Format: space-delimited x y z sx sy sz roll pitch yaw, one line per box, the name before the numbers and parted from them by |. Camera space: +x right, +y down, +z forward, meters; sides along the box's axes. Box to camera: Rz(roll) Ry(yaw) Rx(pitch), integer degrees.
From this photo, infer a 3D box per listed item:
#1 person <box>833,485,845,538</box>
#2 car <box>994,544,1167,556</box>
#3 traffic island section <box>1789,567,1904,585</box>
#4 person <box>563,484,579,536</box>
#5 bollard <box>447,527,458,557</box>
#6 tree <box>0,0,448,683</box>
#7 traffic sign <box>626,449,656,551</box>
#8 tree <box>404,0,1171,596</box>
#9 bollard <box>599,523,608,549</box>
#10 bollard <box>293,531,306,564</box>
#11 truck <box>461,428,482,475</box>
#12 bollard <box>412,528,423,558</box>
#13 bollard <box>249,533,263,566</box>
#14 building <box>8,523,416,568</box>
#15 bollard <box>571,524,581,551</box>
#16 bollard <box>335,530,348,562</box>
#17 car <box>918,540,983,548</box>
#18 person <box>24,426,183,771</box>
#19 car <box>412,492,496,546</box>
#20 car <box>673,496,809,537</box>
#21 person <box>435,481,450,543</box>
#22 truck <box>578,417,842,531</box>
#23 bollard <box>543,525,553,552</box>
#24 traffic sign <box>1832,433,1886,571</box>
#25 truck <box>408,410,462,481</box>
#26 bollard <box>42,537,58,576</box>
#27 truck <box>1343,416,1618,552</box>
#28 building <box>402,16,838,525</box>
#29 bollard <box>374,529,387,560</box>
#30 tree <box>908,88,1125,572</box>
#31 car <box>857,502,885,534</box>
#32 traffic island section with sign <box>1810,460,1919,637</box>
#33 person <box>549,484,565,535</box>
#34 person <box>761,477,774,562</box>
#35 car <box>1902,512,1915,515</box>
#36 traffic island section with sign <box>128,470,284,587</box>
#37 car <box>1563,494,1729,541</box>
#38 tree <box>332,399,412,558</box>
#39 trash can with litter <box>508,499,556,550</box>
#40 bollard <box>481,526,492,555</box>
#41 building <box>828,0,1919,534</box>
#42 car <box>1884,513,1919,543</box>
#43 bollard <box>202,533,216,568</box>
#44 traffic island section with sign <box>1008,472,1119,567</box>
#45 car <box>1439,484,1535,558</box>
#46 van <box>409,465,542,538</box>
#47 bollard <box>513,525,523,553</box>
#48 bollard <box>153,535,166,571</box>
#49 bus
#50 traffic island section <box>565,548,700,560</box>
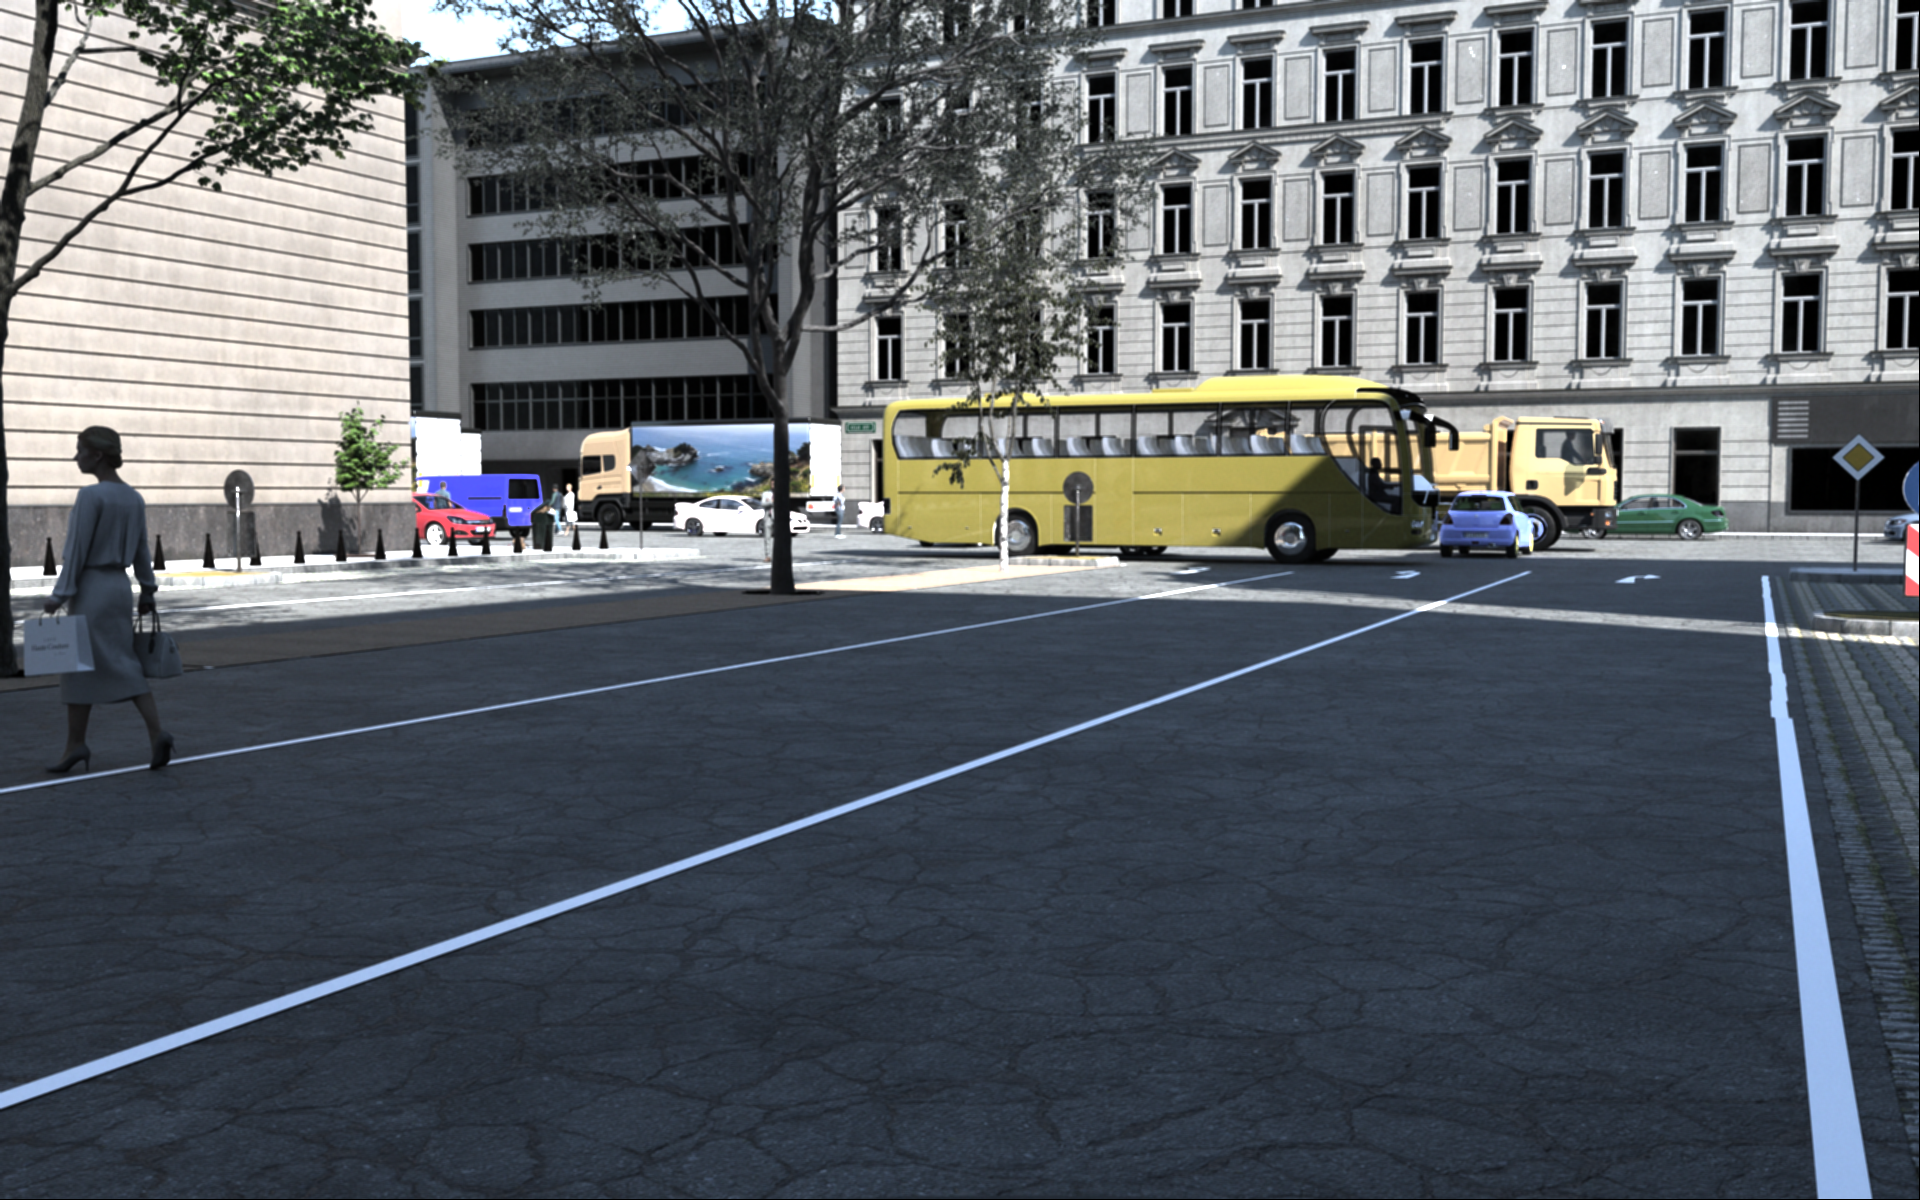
person | -3.954 -2.900 56.641 0.376 1.734 0.841 0 4 6
car | 3.071 -1.795 41.144 4.920 1.459 2.131 2 4 24
traffic island section | 14.904 -0.399 28.803 2.009 0.180 2.903 2 4 25
person | -13.246 -3.064 58.945 0.624 1.780 0.694 -2 4 -26
bollard | -10.434 -1.198 35.621 0.229 0.601 0.229 0 3 0
tree | -7.557 -5.188 13.045 9.928 11.665 9.643 0 3 0
traffic sign | -7.153 -2.152 38.835 0.795 2.450 0.064 2 4 25
tree | -2.557 -6.807 24.116 12.009 13.543 11.850 0 3 0
bollard | -8.290 -1.483 40.291 0.229 0.601 0.229 0 3 0
bollard | -12.158 -0.968 31.869 0.229 0.601 0.229 0 3 0
truck | -26.028 -5.307 75.689 11.283 4.237 2.839 2 4 26
bollard | -10.867 -1.140 34.674 0.229 0.601 0.229 0 3 0
bollard | -12.585 -0.911 30.930 0.229 0.601 0.229 0 3 0
building | -25.627 -14.736 38.192 25.104 27.353 12.463 2 4 25
bollard | -8.719 -1.426 39.357 0.229 0.601 0.229 0 3 0
bollard | -11.725 -1.025 32.802 0.229 0.601 0.229 0 3 0
car | 0.424 -2.211 48.145 2.014 1.417 4.499 2 4 26
person | -4.390 -0.003 8.902 0.624 1.780 0.694 2 4 25
car | -14.855 -2.370 47.782 4.494 1.783 2.155 2 4 26
car | -7.390 -2.825 58.544 4.827 1.381 2.083 2 4 24
person | -15.198 -2.598 51.109 0.598 1.807 0.434 2 4 28
truck | -10.043 -4.749 66.557 11.283 4.237 2.839 2 4 25
bollard | -9.146 -1.369 38.423 0.229 0.601 0.229 0 3 0
traffic sign | 14.879 -1.535 28.736 0.795 2.450 0.064 2 4 25
truck | -22.844 -4.409 61.000 11.283 4.237 2.839 1 4 23
bollard | -14.296 -0.682 27.195 0.229 0.601 0.229 0 3 0
truck | 12.742 -2.999 44.962 9.791 3.379 3.469 1 4 23
building | -16.710 -16.111 82.486 30.058 24.678 14.314 2 4 25
bollard | -11.298 -1.083 33.742 0.229 0.601 0.229 0 3 0
tree | 0.886 -4.830 31.786 4.360 8.622 3.978 0 3 0
car | -1.332 -3.027 61.858 4.827 1.381 2.083 1 4 23
traffic island section with sign | 9.989 -0.574 18.020 1.989 1.847 2.006 2 4 25
person | -14.319 -3.217 61.446 0.721 1.781 0.623 0 4 4
person | -3.938 -1.701 36.496 0.511 1.800 0.466 -1 4 -14
car | 29.830 -2.526 51.093 4.222 1.686 2.009 1 4 23
traffic island section with sign | -11.992 -1.160 27.596 1.989 1.847 2.006 2 4 25
car | 21.578 -2.620 54.632 4.920 1.459 2.131 2 4 25
tree | -12.245 -2.477 35.109 1.663 3.219 1.824 0 3 0
trash can with litter | -9.829 -1.736 39.764 1.055 1.170 0.624 -1 4 -19
bollard | -10.005 -1.255 36.554 0.229 0.601 0.229 0 3 0
building | 17.757 -17.866 68.525 44.131 29.872 17.030 2 4 25
car | 28.645 -2.257 48.912 4.499 1.417 2.014 1 4 23
bollard | -13.017 -0.854 29.998 0.229 0.601 0.229 0 3 0
traffic island section with sign | 2.156 -1.637 34.901 2.006 1.907 1.989 2 4 25
car | 12.290 -1.876 40.265 1.945 1.707 3.694 2 4 25
van | -15.849 -3.102 55.109 5.245 2.365 2.240 2 4 26
bollard | -9.575 -1.312 37.490 0.229 0.601 0.229 0 3 0
bollard | -13.444 -0.796 29.063 0.229 0.601 0.229 0 3 0
bus | 4.286 -2.813 37.547 12.252 3.916 2.896 2 4 25
traffic island section | -7.178 -1.017 38.907 2.009 0.180 2.903 2 4 25
